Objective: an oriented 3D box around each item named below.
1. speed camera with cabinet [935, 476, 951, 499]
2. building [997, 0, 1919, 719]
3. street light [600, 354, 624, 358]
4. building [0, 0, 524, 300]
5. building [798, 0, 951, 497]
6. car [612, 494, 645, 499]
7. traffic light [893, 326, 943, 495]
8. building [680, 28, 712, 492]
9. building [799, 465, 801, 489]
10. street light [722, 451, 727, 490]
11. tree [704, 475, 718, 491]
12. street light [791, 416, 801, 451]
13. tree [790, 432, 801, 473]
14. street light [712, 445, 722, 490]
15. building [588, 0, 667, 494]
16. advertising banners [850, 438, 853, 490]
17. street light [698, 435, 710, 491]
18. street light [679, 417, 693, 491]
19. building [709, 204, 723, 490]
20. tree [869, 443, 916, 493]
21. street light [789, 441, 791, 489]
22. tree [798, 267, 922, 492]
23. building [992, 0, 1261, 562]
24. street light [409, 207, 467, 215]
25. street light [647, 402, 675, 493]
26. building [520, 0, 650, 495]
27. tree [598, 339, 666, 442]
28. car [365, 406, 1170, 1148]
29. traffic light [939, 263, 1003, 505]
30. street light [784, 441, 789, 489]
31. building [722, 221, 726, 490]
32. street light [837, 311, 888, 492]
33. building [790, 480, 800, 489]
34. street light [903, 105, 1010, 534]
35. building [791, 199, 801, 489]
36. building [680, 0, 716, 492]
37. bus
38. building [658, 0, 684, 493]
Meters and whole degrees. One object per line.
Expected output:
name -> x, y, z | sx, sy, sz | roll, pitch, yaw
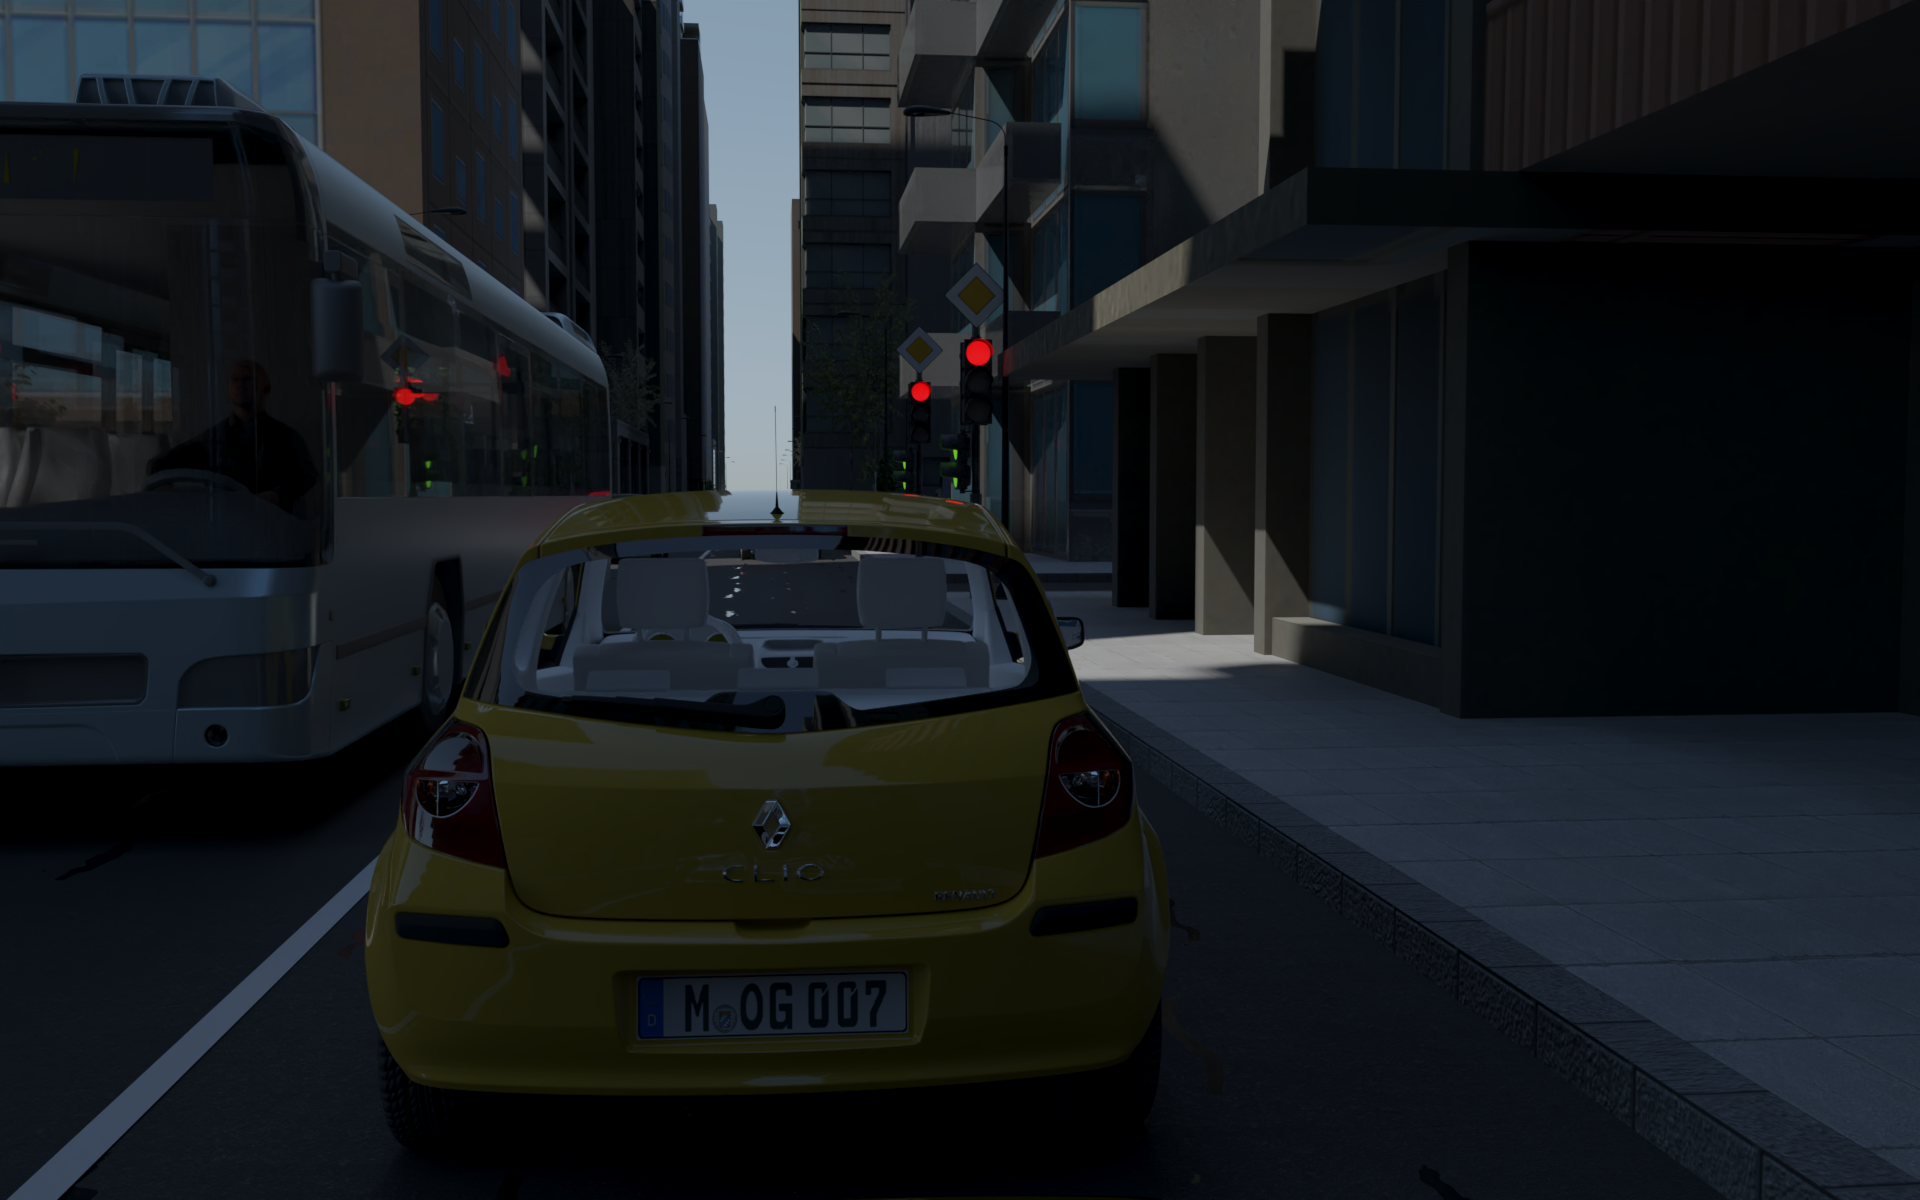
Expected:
speed camera with cabinet -> -0.418, -3.789, 56.280 | 0.660, 3.252, 2.038 | 0, 4, -7
building -> 12.682, -21.560, 7.132 | 22.147, 44.769, 28.867 | 0, 4, -6
street light -> -11.865, -5.207, 57.668 | 1.470, 5.913, 1.316 | 0, 4, -6
building -> -18.125, -23.793, 39.124 | 14.600, 45.320, 14.200 | 0, 4, -6
building -> 0.723, -23.472, 67.369 | 14.154, 41.232, 14.086 | 0, 4, -6
car -> -7.267, -1.565, 37.389 | 2.131, 1.459, 4.920 | 0, 4, -7
traffic light -> -0.701, -2.460, 29.138 | 0.839, 4.253, 0.868 | 0, 4, -6
building -> -31.867, -31.667, 167.864 | 14.600, 45.320, 14.200 | 0, 4, -6
building -> -2.601, -42.852, 138.875 | 20.563, 71.187, 20.611 | 0, 4, -6
street light -> -26.205, -13.109, 186.875 | 1.470, 5.913, 1.316 | 0, 4, -6
tree -> -25.887, -11.313, 179.568 | 1.663, 3.219, 1.824 | 0, 3, 0
street light -> -9.169, -8.003, 103.398 | 1.470, 5.913, 1.316 | 0, 4, -6
tree -> -16.956, -14.881, 193.663 | 4.360, 8.622, 3.978 | 0, 3, 0
street light -> -23.640, -11.741, 164.512 | 1.470, 5.913, 1.316 | 0, 4, -6
building -> -23.385, -19.637, 92.769 | 14.160, 30.474, 14.107 | 0, 4, -6
advertising banners -> -3.293, -3.437, 52.379 | 0.090, 3.025, 2.074 | 0, 4, -4
street light -> -20.486, -9.941, 135.069 | 1.470, 5.913, 1.316 | 0, 4, -6
street light -> -16.993, -8.078, 104.614 | 1.470, 5.913, 1.316 | 0, 4, -6
building -> -40.269, -33.827, 236.662 | 14.154, 41.232, 14.086 | 0, 4, -6
tree -> -2.550, -3.950, 59.185 | 1.663, 3.219, 1.824 | 0, 3, 0
street light -> -11.042, -9.095, 121.243 | 1.470, 5.913, 1.316 | 0, 4, -6
tree -> -2.992, -6.428, 55.467 | 4.737, 8.622, 4.395 | 0, 3, 0
building -> 13.664, -25.837, 42.042 | 30.456, 49.044, 23.786 | 0, 4, -6
street light -> -8.676, -3.400, 28.135 | 1.470, 5.913, 1.316 | 0, 4, -6
street light -> -15.127, -7.000, 86.994 | 1.470, 5.913, 1.316 | 0, 4, -6
building -> -22.398, -38.234, 63.376 | 20.563, 71.187, 20.611 | 0, 4, -6
tree -> -15.881, -8.009, 81.308 | 4.360, 8.622, 3.978 | 0, 3, 0
car -> -0.530, 0.302, 5.282 | 2.015, 1.641, 3.980 | 0, 4, -5
traffic light -> 0.176, -1.974, 21.201 | 0.839, 4.253, 0.868 | 0, 4, -6
street light -> -14.284, -10.889, 150.582 | 1.470, 5.913, 1.316 | 0, 4, -6
building -> -41.391, -34.711, 251.114 | 14.154, 41.232, 14.086 | 0, 4, -6
street light -> -2.429, -4.382, 44.183 | 1.470, 5.913, 1.316 | 0, 4, -6
building -> -6.991, -33.389, 237.792 | 32.217, 40.220, 23.993 | 0, 4, -6
street light -> 0.016, -2.960, 20.931 | 1.470, 5.913, 1.316 | 0, 4, -6
building -> -17.882, -37.045, 255.800 | 14.600, 45.320, 14.200 | 0, 4, -6
building -> -41.368, -55.037, 212.521 | 22.319, 86.520, 31.000 | 0, 4, -6
bus -> -4.447, -1.072, 12.388 | 2.948, 3.499, 13.247 | 0, 4, -6
building -> -29.816, -35.030, 114.742 | 21.231, 58.520, 28.212 | 0, 4, -6
